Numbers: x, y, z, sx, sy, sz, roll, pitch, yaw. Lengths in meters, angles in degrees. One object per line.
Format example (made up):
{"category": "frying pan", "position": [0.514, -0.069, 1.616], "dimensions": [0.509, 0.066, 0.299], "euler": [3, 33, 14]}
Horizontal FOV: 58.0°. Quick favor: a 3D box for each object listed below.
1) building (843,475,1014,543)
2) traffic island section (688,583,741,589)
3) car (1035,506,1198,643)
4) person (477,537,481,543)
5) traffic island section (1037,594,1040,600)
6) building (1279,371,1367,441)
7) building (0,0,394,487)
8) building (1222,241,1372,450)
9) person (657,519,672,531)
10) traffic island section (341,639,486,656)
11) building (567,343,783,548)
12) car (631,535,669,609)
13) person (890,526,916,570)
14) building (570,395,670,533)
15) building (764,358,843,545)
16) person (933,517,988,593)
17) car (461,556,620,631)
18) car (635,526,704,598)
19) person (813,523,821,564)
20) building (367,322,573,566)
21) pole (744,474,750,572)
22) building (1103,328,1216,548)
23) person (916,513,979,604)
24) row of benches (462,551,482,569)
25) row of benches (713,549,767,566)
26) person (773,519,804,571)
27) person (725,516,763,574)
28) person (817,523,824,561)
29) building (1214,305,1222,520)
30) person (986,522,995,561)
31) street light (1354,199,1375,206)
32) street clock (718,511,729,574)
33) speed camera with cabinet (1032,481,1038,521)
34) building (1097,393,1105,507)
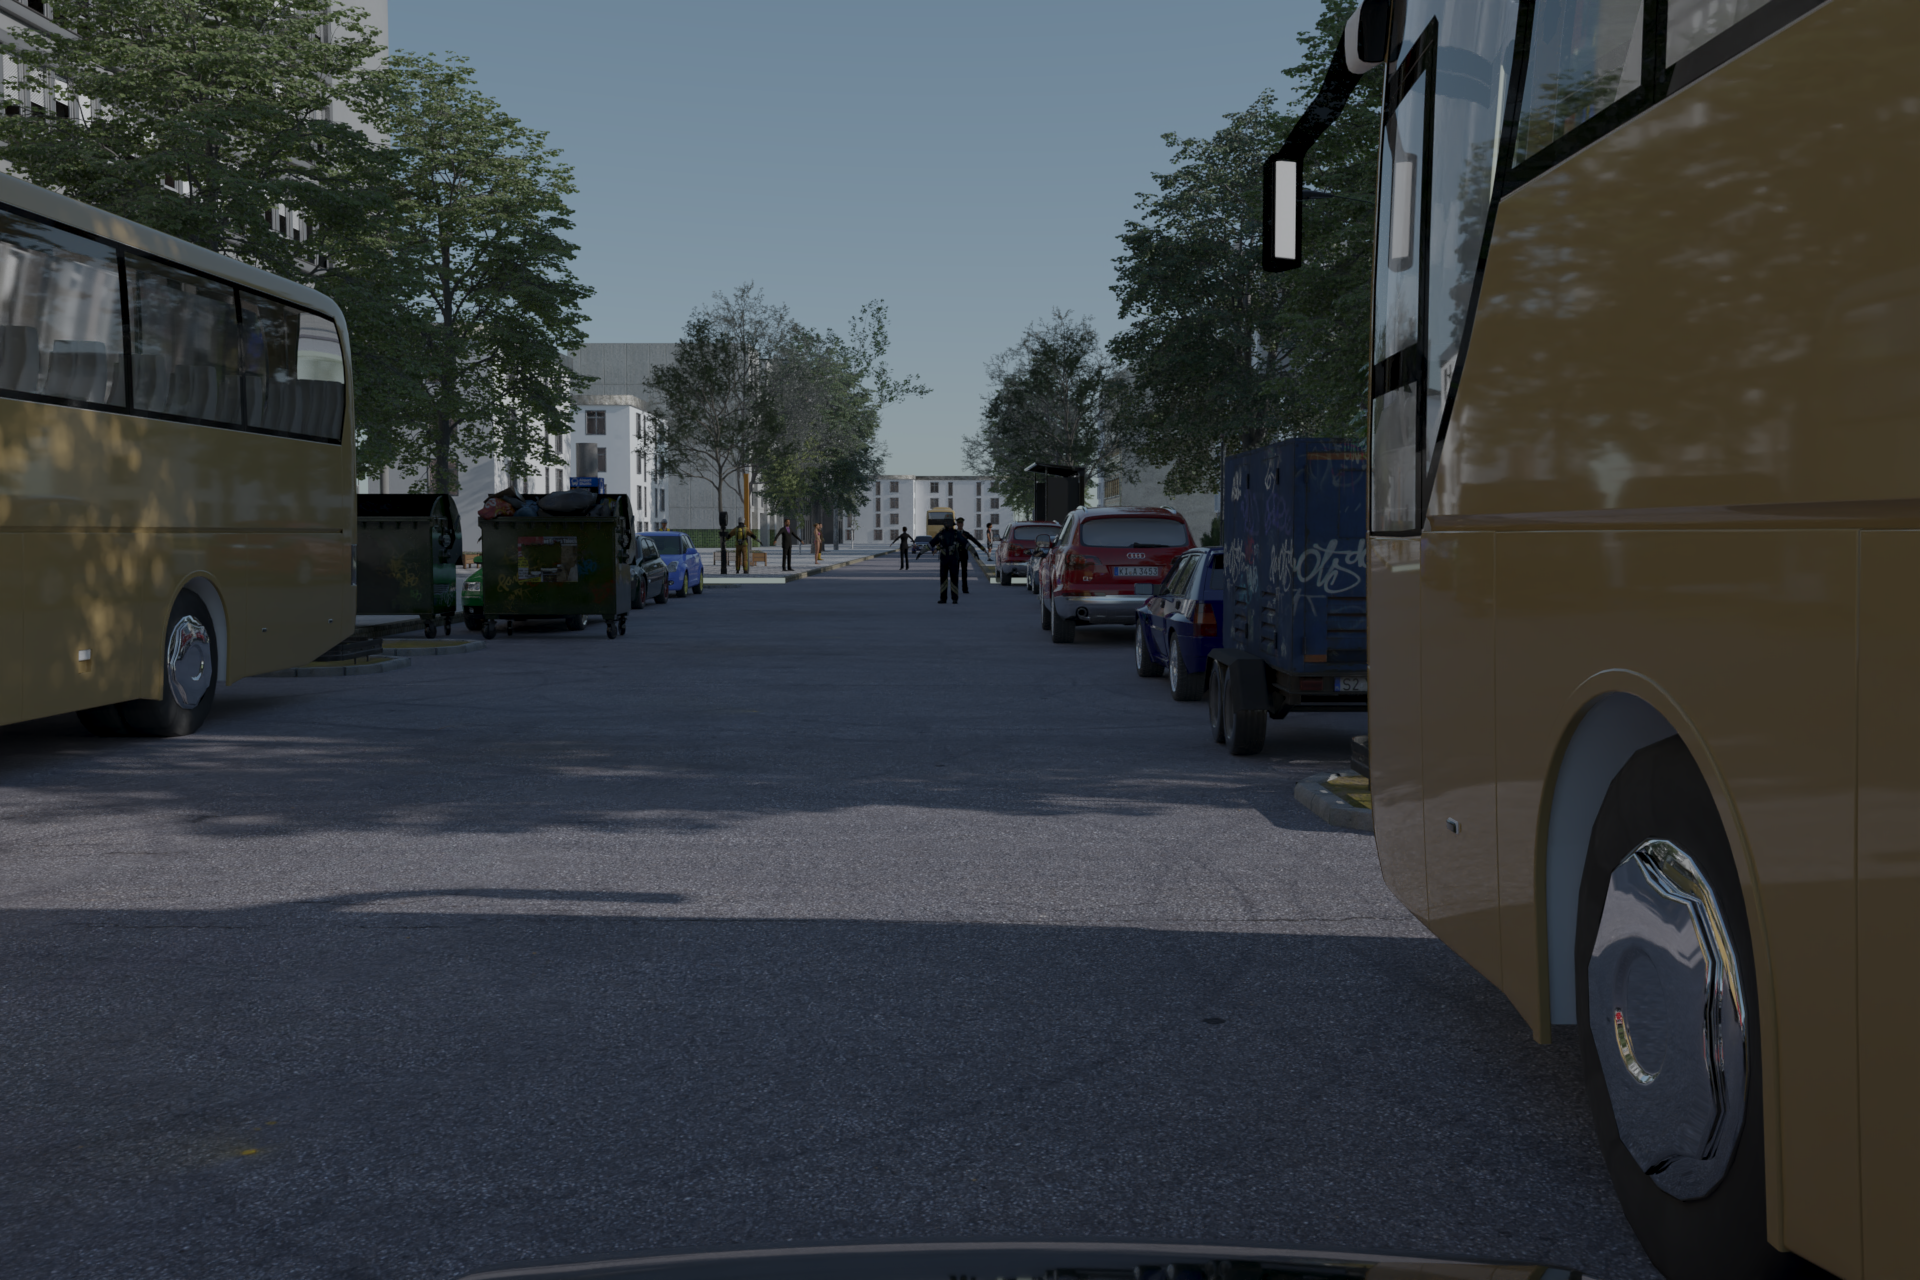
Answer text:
{"category": "building", "position": [-6.281, -18.420, 245.772], "dimensions": [28.070, 9.664, 9.099], "euler": [0, 4, 2]}
{"category": "traffic island section", "position": [-6.925, -1.446, 46.516], "dimensions": [1.991, 0.108, 1.994], "euler": [0, 3, 0]}
{"category": "car", "position": [2.218, -0.953, 24.252], "dimensions": [2.281, 1.827, 5.304], "euler": [0, 4, 0]}
{"category": "person", "position": [-18.365, -3.795, 68.227], "dimensions": [1.347, 1.806, 0.705], "euler": [0, 4, -2]}
{"category": "traffic island section", "position": [2.710, -0.941, 38.248], "dimensions": [1.991, 0.108, 1.994], "euler": [0, 4, 0]}
{"category": "building", "position": [22.305, -8.671, 83.916], "dimensions": [9.099, 9.664, 28.070], "euler": [0, 4, 0]}
{"category": "building", "position": [-29.438, -14.255, 40.671], "dimensions": [19.016, 26.051, 41.698], "euler": [0, 4, 1]}
{"category": "building", "position": [22.343, -15.688, 112.921], "dimensions": [16.016, 20.090, 11.380], "euler": [0, 4, 0]}
{"category": "person", "position": [-9.372, -2.971, 55.036], "dimensions": [1.216, 1.772, 0.721], "euler": [-1, 4, -17]}
{"category": "traffic island section", "position": [-6.945, 0.097, 21.276], "dimensions": [1.991, 0.108, 1.994], "euler": [0, 4, 0]}
{"category": "building", "position": [-27.966, -18.944, 176.195], "dimensions": [16.747, 18.905, 31.486], "euler": [0, 4, 0]}
{"category": "car", "position": [-6.884, -1.496, 34.248], "dimensions": [2.009, 1.686, 4.222], "euler": [0, 4, 0]}
{"category": "person", "position": [-2.268, -3.673, 69.236], "dimensions": [1.216, 1.740, 0.721], "euler": [-2, 4, -33]}
{"category": "building", "position": [-24.373, -10.792, 118.591], "dimensions": [9.099, 9.664, 28.070], "euler": [0, 4, 0]}
{"category": "building", "position": [-29.627, -22.859, 217.716], "dimensions": [27.936, 21.610, 32.646], "euler": [0, 4, 0]}
{"category": "person", "position": [0.009, -2.043, 41.788], "dimensions": [1.347, 1.837, 0.705], "euler": [0, 4, -6]}
{"category": "car", "position": [-6.471, -1.122, 27.140], "dimensions": [1.959, 1.807, 4.718], "euler": [0, 4, -1]}
{"category": "car", "position": [-7.004, -1.869, 40.152], "dimensions": [1.945, 1.707, 3.694], "euler": [0, 4, 0]}
{"category": "person", "position": [-5.982, -4.069, 73.334], "dimensions": [0.721, 1.733, 1.217], "euler": [-1, 4, -8]}
{"category": "building", "position": [-23.019, -8.606, 82.862], "dimensions": [9.099, 9.664, 28.070], "euler": [0, 4, 0]}
{"category": "pole", "position": [-7.207, -3.955, 58.499], "dimensions": [0.158, 3.312, 0.155], "euler": [0, 3, 0]}
{"category": "building", "position": [24.447, -20.928, 173.107], "dimensions": [19.493, 23.208, 18.063], "euler": [0, 4, 0]}
{"category": "person", "position": [-0.235, -1.676, 35.635], "dimensions": [1.354, 1.856, 0.705], "euler": [1, 4, 16]}
{"category": "row of benches", "position": [-18.025, -3.047, 65.275], "dimensions": [1.422, 0.672, 4.104], "euler": [1, 4, 12]}
{"category": "row of benches", "position": [-8.927, -3.358, 70.360], "dimensions": [1.422, 0.672, 4.104], "euler": [-2, 4, -31]}
{"category": "person", "position": [-5.976, -3.288, 59.982], "dimensions": [0.704, 1.802, 1.346], "euler": [3, 5, 44]}
{"category": "person", "position": [-7.059, -3.072, 55.990], "dimensions": [1.354, 1.858, 0.705], "euler": [0, 4, 4]}
{"category": "person", "position": [-6.778, -4.759, 83.944], "dimensions": [0.704, 1.812, 1.346], "euler": [0, 4, 3]}
{"category": "building", "position": [24.813, -16.887, 132.522], "dimensions": [16.016, 20.090, 11.380], "euler": [0, 3, 0]}
{"category": "person", "position": [1.428, -4.626, 81.775], "dimensions": [0.704, 1.843, 1.345], "euler": [1, 4, 9]}
{"category": "street light", "position": [6.248, -3.120, 23.551], "dimensions": [1.470, 5.913, 1.316], "euler": [0, 4, 0]}
{"category": "street clock", "position": [-7.538, -3.099, 55.233], "dimensions": [0.358, 2.002, 0.471], "euler": [0, 4, 1]}
{"category": "speed camera with cabinet", "position": [3.034, -4.276, 64.250], "dimensions": [0.660, 3.252, 2.038], "euler": [0, 4, 1]}
{"category": "building", "position": [23.069, -22.620, 226.256], "dimensions": [16.016, 20.090, 11.380], "euler": [0, 4, 0]}
